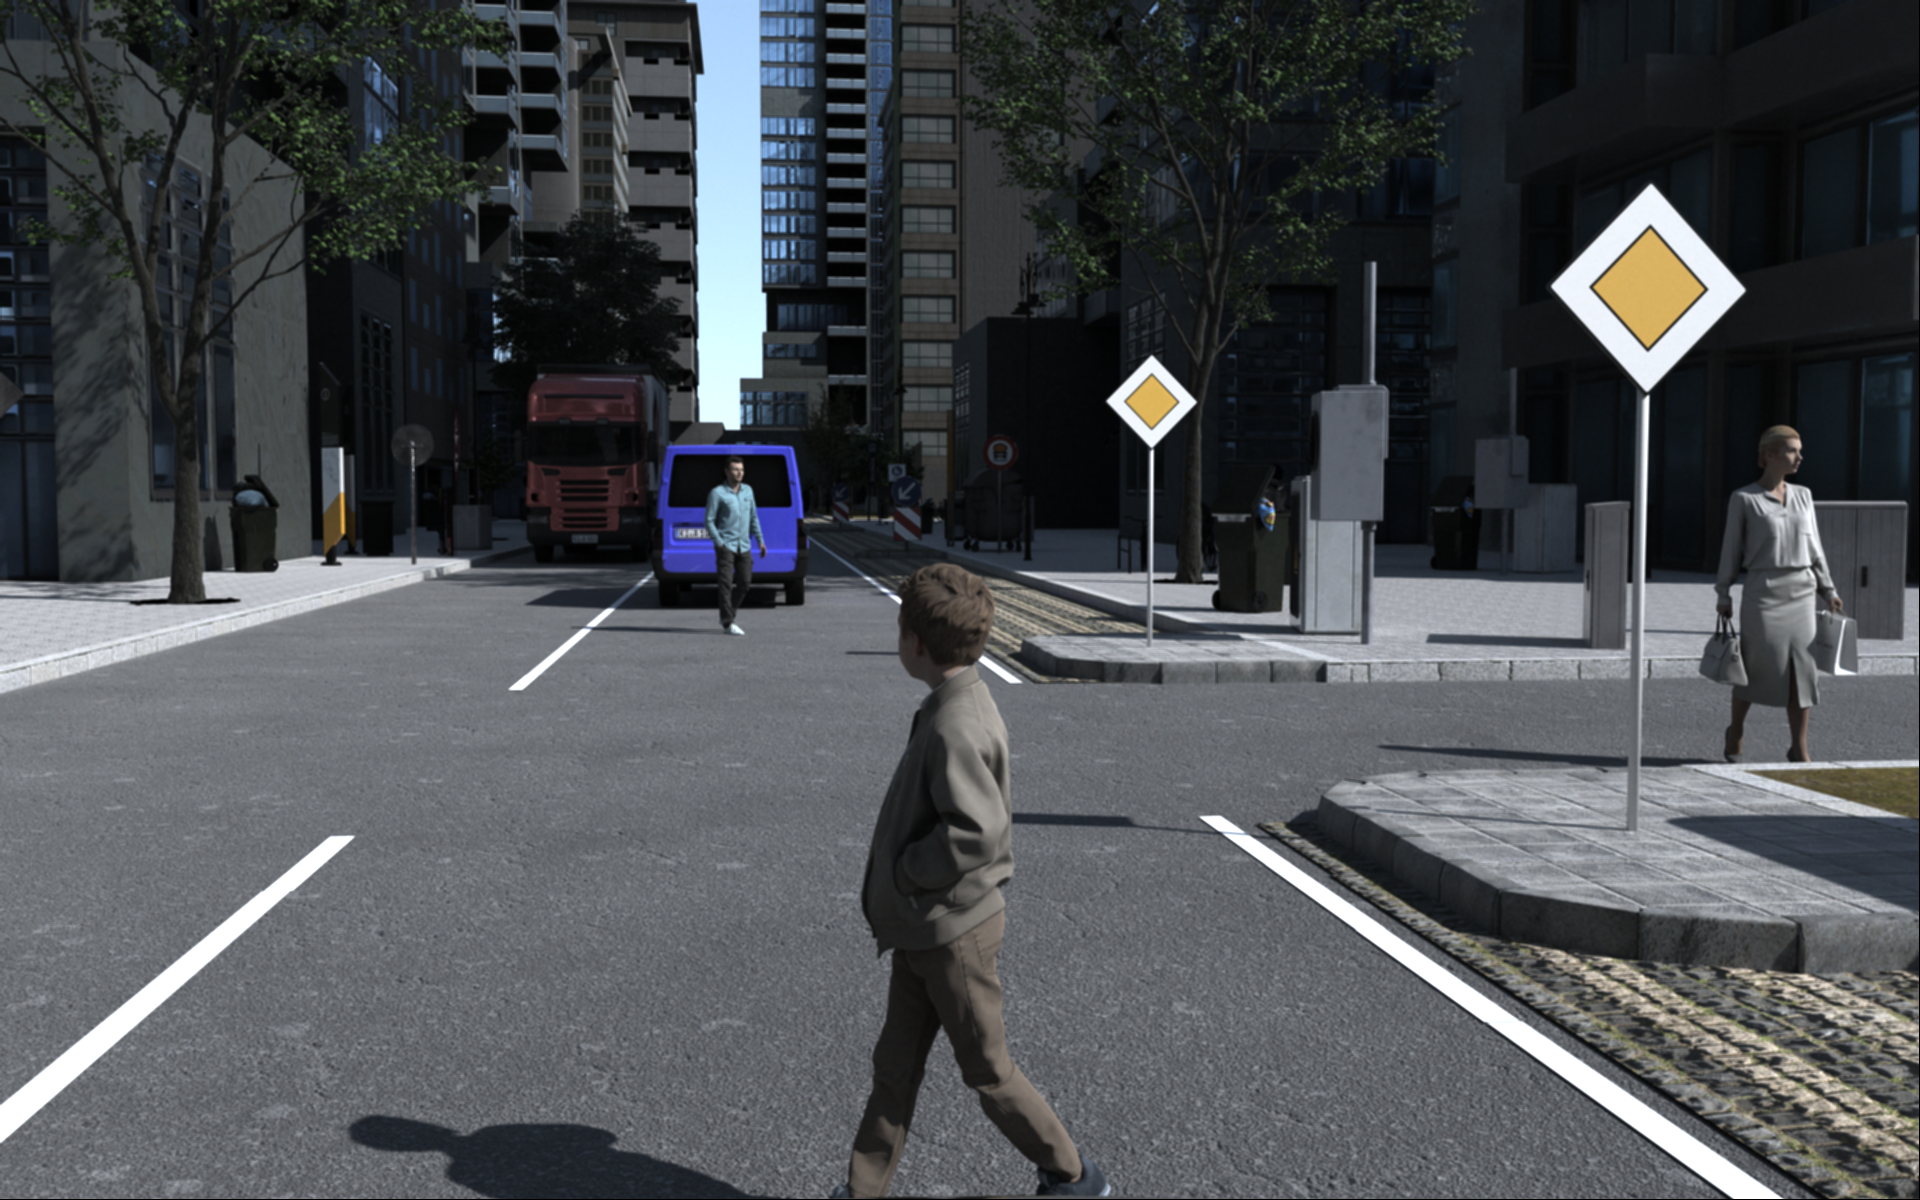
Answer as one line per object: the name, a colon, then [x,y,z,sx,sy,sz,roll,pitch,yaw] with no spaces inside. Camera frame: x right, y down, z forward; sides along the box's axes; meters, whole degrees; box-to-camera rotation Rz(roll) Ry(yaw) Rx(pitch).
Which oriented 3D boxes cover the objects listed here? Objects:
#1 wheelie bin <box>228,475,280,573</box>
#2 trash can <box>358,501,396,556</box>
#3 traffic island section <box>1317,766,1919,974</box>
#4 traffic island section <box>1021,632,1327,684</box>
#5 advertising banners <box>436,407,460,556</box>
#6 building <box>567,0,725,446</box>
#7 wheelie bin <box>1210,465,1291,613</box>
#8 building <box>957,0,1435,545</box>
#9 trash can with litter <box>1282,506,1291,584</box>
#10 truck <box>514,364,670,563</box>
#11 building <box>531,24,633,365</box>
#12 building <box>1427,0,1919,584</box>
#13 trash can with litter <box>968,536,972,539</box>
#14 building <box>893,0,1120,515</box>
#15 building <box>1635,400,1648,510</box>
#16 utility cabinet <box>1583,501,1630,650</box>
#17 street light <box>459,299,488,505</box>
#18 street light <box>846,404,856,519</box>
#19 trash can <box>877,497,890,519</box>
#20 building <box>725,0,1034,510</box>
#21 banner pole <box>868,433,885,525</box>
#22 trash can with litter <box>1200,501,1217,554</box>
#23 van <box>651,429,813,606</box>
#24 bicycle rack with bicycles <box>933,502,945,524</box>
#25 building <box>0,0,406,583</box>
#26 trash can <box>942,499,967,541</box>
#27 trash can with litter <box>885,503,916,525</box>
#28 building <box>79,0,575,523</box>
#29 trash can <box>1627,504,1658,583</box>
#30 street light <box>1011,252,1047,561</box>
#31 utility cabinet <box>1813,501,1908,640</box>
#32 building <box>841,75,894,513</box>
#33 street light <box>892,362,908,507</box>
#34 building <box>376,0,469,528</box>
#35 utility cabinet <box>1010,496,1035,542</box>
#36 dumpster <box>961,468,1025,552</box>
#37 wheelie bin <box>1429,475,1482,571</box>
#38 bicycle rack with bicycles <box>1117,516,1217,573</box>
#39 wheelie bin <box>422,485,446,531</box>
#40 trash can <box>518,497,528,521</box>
wheelie bin: [-11.615,-1.258,28.470,0.693,1.594,0.980,-3,5,-39]
trash can: [-12.094,-1.487,35.969,0.748,1.137,0.748,0,3,0]
traffic island section: [2.610,0.959,6.599,2.009,0.180,2.903,0,4,-7]
traffic island section: [1.634,0.474,14.525,2.009,0.180,2.903,0,4,-7]
advertising banners: [-10.612,-2.432,35.954,0.090,3.025,2.074,-2,4,-28]
building: [-39.315,-36.491,185.863,27.495,52.752,28.713,0,4,-7]
wheelie bin: [3.176,-0.676,18.958,0.693,1.594,0.980,-3,4,-36]
building: [12.673,-45.529,57.076,22.319,86.520,31.000,0,4,-7]
trash can with litter: [4.856,-0.802,24.503,1.055,1.170,0.624,1,4,13]
truck: [-8.150,-3.107,39.719,2.839,4.237,11.283,0,4,-7]
building: [-39.364,-27.557,142.431,23.993,40.220,32.217,0,4,-7]
building: [25.298,-25.267,32.725,30.456,49.044,23.786,0,4,-7]
trash can with litter: [0.569,-2.374,49.869,1.678,1.210,2.233,3,5,41]
building: [2.811,-25.788,105.229,14.154,41.232,14.086,0,4,-7]
building: [47.073,-34.565,154.381,27.495,52.752,28.713,0,4,-7]
utility cabinet: [5.487,-0.220,14.757,0.306,1.237,1.020,1,4,17]
street light: [-11.531,-4.183,41.187,0.468,5.910,1.993,0,4,-7]
street light: [-5.558,-7.082,88.582,0.468,5.910,1.993,0,4,-7]
trash can: [-3.961,-4.772,89.676,0.748,1.137,0.748,0,3,0]
building: [-9.516,-53.309,184.272,31.000,86.520,22.319,0,4,-7]
banner pole: [-3.473,-4.966,71.216,0.863,3.779,0.401,-3,5,-44]
trash can with litter: [5.475,-1.604,37.607,1.055,1.170,0.624,3,4,38]
van: [-3.108,-1.192,23.877,2.240,2.365,5.245,0,4,-6]
bicycle rack with bicycles: [-0.329,-4.193,81.941,2.925,0.926,2.852,-1,4,-16]
building: [-24.977,-44.270,36.490,22.319,86.520,31.000,0,4,-7]
trash can: [-0.118,-2.193,47.515,0.748,1.137,0.748,0,3,0]
trash can with litter: [-2.498,-3.794,73.081,2.233,1.210,1.678,-1,4,-19]
building: [-33.395,-48.130,99.603,22.319,86.520,31.000,0,4,-7]
trash can: [9.729,-0.826,25.163,0.748,1.137,0.748,0,3,0]
street light: [1.311,-3.701,33.306,0.468,5.910,1.993,0,4,-7]
utility cabinet: [7.870,-0.265,15.494,1.020,1.237,0.306,2,4,24]
building: [6.010,-28.040,150.328,32.217,40.220,23.993,0,4,-7]
street light: [-2.101,-5.385,60.836,0.468,5.910,1.993,0,4,-7]
building: [-27.884,-25.569,68.164,14.600,45.320,14.200,0,4,-7]
utility cabinet: [1.642,-2.167,46.589,0.306,1.237,1.020,2,4,29]
dumpster: [0.755,-2.028,38.913,1.264,1.857,1.865,0,4,-7]
wheelie bin: [8.395,-1.310,29.325,0.693,1.594,0.980,-2,4,-34]
bicycle rack with bicycles: [3.751,-0.956,29.006,2.852,0.926,2.925,0,4,1]
wheelie bin: [-18.223,-3.189,60.054,0.693,1.594,0.980,0,3,0]
trash can: [-20.575,-4.308,82.094,0.748,1.137,0.748,0,3,0]
